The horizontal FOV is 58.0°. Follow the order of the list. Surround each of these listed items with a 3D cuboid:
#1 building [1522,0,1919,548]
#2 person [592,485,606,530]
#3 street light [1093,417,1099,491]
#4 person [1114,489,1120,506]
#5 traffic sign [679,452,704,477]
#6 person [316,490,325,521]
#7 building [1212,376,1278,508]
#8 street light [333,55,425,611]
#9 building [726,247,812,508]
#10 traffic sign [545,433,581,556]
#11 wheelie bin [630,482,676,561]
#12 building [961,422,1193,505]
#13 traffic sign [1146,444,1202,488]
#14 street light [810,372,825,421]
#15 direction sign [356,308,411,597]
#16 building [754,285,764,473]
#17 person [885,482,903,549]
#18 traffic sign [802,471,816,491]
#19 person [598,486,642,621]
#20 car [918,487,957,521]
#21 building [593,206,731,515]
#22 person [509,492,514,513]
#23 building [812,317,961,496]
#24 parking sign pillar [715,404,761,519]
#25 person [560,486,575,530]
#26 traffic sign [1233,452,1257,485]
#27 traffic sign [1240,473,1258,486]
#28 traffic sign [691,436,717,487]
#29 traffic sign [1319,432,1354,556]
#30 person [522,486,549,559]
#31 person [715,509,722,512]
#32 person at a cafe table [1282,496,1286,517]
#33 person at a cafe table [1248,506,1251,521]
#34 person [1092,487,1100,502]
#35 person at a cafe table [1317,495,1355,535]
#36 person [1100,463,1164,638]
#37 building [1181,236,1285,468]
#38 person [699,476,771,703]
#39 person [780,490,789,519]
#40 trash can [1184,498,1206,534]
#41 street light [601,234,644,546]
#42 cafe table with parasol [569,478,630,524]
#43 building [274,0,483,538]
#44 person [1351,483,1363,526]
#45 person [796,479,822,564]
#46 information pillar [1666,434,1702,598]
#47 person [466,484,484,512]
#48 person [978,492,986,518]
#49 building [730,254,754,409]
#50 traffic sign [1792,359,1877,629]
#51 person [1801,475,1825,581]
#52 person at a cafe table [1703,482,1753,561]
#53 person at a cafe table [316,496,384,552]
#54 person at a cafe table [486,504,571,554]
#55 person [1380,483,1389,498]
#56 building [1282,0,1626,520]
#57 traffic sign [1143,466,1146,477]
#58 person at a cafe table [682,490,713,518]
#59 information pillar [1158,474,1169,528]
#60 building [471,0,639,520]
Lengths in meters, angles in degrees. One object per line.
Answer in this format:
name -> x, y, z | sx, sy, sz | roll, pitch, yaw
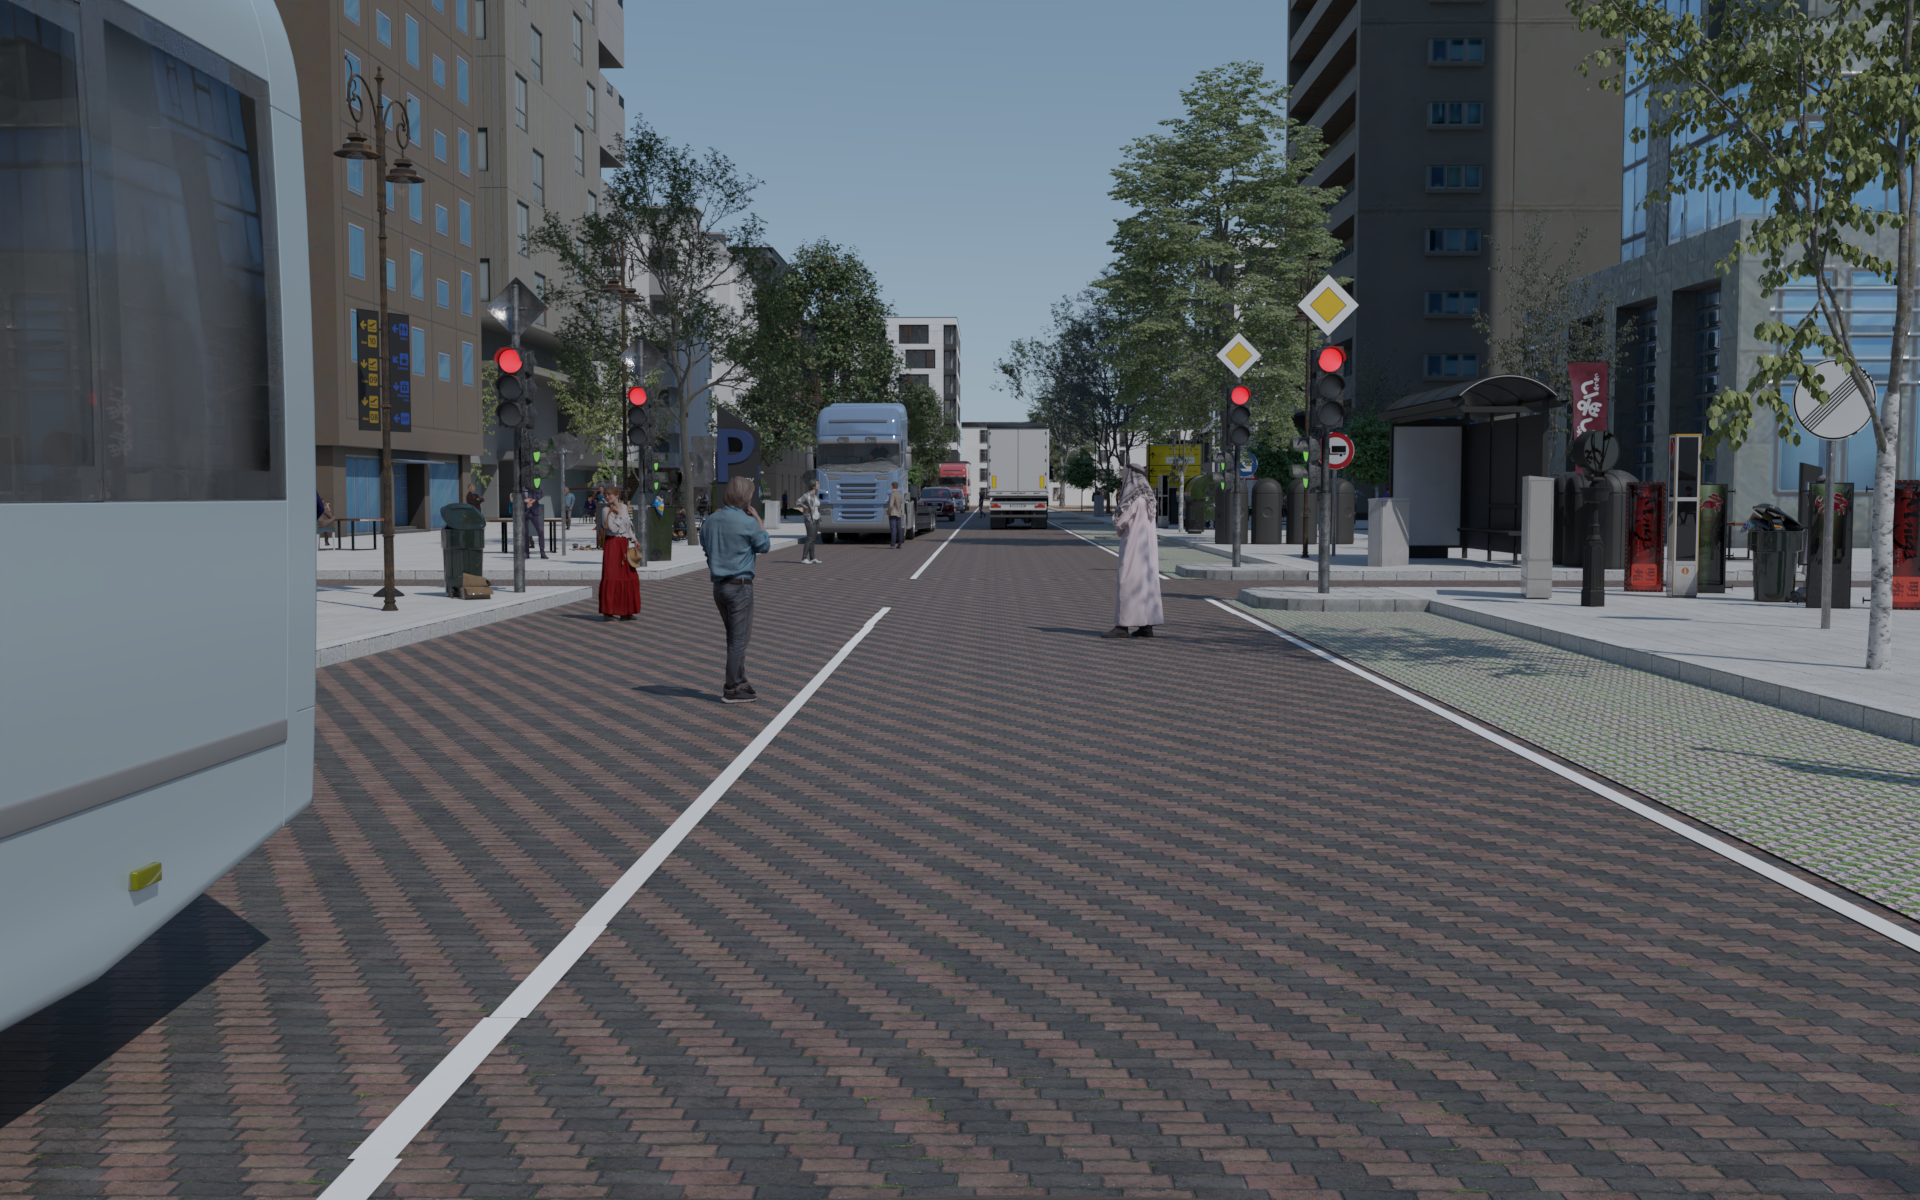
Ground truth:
building -> 33.940, -45.044, 49.139 | 31.000, 86.520, 22.319 | 0, 4, 1
person -> -12.809, -3.281, 61.549 | 0.647, 1.594, 0.662 | 1, 4, 15
street light -> 8.170, -8.053, 104.456 | 0.468, 5.910, 1.993 | 0, 4, 1
person -> 13.067, -8.426, 144.524 | 0.721, 1.735, 1.217 | -1, 4, -13
traffic sign -> -8.193, -3.223, 52.802 | 0.768, 2.556, 0.104 | 1, 4, 9
person -> -7.799, -0.826, 20.254 | 0.504, 1.737, 0.576 | 1, 4, 16
building -> 24.222, -11.106, 123.723 | 9.099, 9.664, 28.070 | 0, 4, 1
street light -> -6.271, -2.819, 18.874 | 0.468, 5.910, 1.993 | 0, 4, 1
building -> -31.491, -19.179, 157.559 | 32.646, 21.610, 27.936 | 0, 4, 1
traffic sign -> -8.240, -2.193, 35.954 | 0.768, 2.556, 0.104 | 0, 4, 6
wheelie bin -> -5.903, -1.553, 33.302 | 0.980, 1.594, 0.693 | 3, 5, 41
building -> 14.247, -16.119, 205.694 | 28.070, 9.664, 9.099 | 0, 4, 1
traffic sign -> 8.705, -4.688, 70.525 | 2.265, 3.308, 0.079 | 0, 4, 2
street light -> -5.394, -5.686, 65.759 | 0.468, 5.910, 1.993 | 0, 4, 1
direction sign -> -7.159, -1.810, 21.598 | 0.379, 3.537, 0.876 | 2, 4, 25
building -> -23.777, -17.017, 134.652 | 16.016, 20.091, 11.380 | 0, 4, 1
person -> -1.816, -2.225, 45.401 | 0.617, 1.759, 0.750 | -3, 5, -43
traffic sign -> -8.301, -5.817, 95.208 | 0.768, 2.556, 0.104 | 1, 4, 8
person -> -3.853, -0.524, 19.529 | 0.387, 1.526, 0.523 | 3, 4, 39
car -> -1.280, -5.118, 92.345 | 2.281, 1.827, 5.304 | 0, 4, 1
building -> -23.877, -15.621, 111.822 | 16.016, 20.091, 11.380 | 0, 4, 1
person -> -14.376, -2.976, 56.411 | 0.593, 1.614, 0.444 | -1, 4, -16
building -> -16.390, -22.626, 213.912 | 32.646, 21.610, 27.936 | 0, 4, 1
parking sign pillar -> -6.626, -3.870, 51.752 | 1.447, 3.967, 1.447 | 0, 4, 4
person -> -14.031, -3.286, 61.979 | 0.499, 1.552, 0.429 | 2, 4, 34
traffic sign -> 8.499, -3.163, 51.813 | 0.768, 2.556, 0.104 | 1, 4, 8
traffic sign -> 10.811, -4.008, 65.540 | 0.884, 2.594, 0.081 | 0, 4, 8
traffic sign -> -8.340, -4.107, 61.029 | 2.265, 3.308, 0.079 | 0, 4, 2
traffic sign -> 7.697, -2.171, 35.601 | 0.768, 2.556, 0.104 | 0, 4, 5
person -> -8.447, -1.687, 34.074 | 0.683, 1.767, 0.568 | -1, 4, -10
person -> -6.770, -2.198, 49.909 | 0.347, 0.859, 0.695 | 3, 5, 43
person at a cafe table -> 17.992, -5.368, 96.280 | 1.622, 1.524, 1.698 | -3, 4, -38
person at a cafe table -> 13.152, -4.526, 82.522 | 1.698, 1.524, 1.622 | 1, 4, 17
person -> 8.075, -5.879, 102.987 | 0.431, 1.722, 0.655 | -1, 4, -10
person at a cafe table -> 11.008, -2.531, 52.247 | 1.698, 1.238, 1.726 | 1, 4, 16
person -> 1.739, -0.501, 17.354 | 0.621, 1.740, 0.551 | 1, 4, 12
building -> 34.385, -18.930, 153.480 | 27.936, 21.610, 32.646 | 0, 4, 1
person -> -1.543, -0.072, 11.891 | 0.429, 1.552, 0.499 | -2, 4, -24
person -> -9.064, -4.947, 89.617 | 0.574, 1.496, 0.600 | -3, 5, -40
trash can -> 7.552, -2.695, 55.718 | 0.748, 1.137, 0.748 | 0, 3, 0
street light -> -6.013, -3.562, 31.020 | 0.468, 5.910, 1.993 | 0, 4, 1
cafe table with parasol -> -15.449, -4.246, 74.285 | 2.610, 1.966, 2.610 | 1, 4, 14
building -> -24.708, -24.828, 56.050 | 14.600, 45.320, 14.200 | 0, 4, 1
person -> 15.532, -3.786, 68.666 | 0.841, 1.734, 0.376 | 2, 4, 34
person -> -3.071, -1.617, 35.654 | 0.376, 1.734, 0.841 | 1, 4, 23
information pillar -> 8.934, -1.033, 21.388 | 0.304, 2.012, 0.304 | 0, 4, 8
person -> -12.312, -2.182, 43.994 | 0.388, 1.546, 0.482 | 1, 4, 14
person -> 1.313, -5.711, 104.085 | 0.471, 1.553, 0.569 | 1, 4, 21
building -> -23.678, -16.319, 123.229 | 16.016, 20.091, 11.380 | 0, 4, 1
traffic sign -> 8.237, -0.997, 16.405 | 0.768, 2.556, 0.104 | 0, 4, 5
person -> 13.947, -1.154, 28.038 | 0.621, 1.740, 0.551 | 0, 4, -1
person at a cafe table -> 14.919, -1.550, 33.855 | 1.622, 1.524, 1.698 | 0, 4, 5
person at a cafe table -> -14.201, -1.740, 39.315 | 1.698, 1.238, 1.726 | 1, 4, 22
person at a cafe table -> -9.275, -1.621, 37.371 | 1.698, 1.238, 1.726 | -1, 4, -20
person -> 9.874, -1.915, 39.722 | 0.453, 1.535, 0.546 | 1, 4, 17
building -> 30.093, -28.735, 93.514 | 21.300, 48.544, 21.600 | 0, 4, 1
traffic sign -> 8.427, -4.785, 78.345 | 0.768, 2.556, 0.104 | 1, 4, 10
person at a cafe table -> -13.557, -5.026, 90.689 | 1.698, 1.524, 1.622 | 0, 4, 1
information pillar -> 7.604, -3.686, 64.760 | 0.304, 2.012, 0.304 | -1, 4, -20
building -> -32.057, -30.307, 84.754 | 28.713, 52.752, 27.495 | 0, 4, 1
